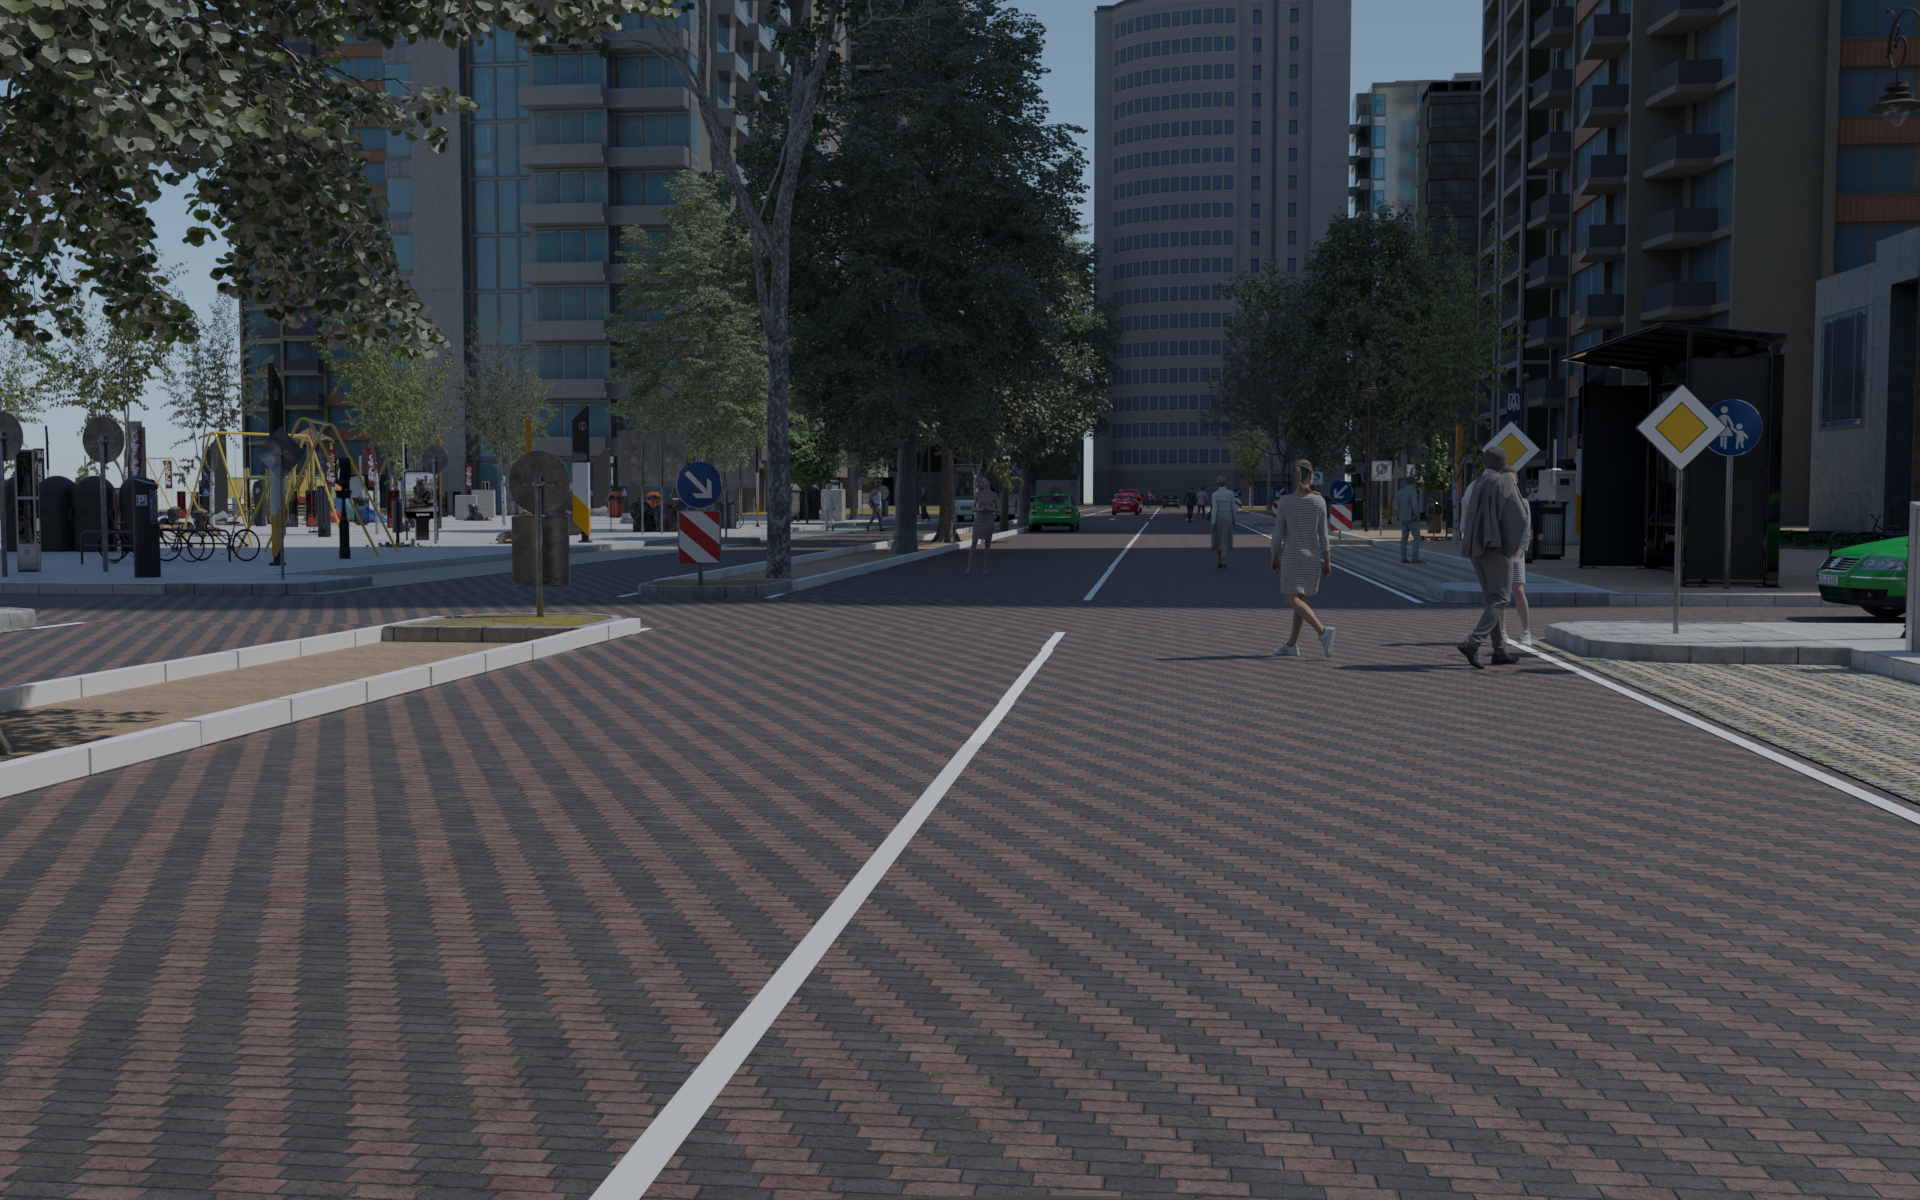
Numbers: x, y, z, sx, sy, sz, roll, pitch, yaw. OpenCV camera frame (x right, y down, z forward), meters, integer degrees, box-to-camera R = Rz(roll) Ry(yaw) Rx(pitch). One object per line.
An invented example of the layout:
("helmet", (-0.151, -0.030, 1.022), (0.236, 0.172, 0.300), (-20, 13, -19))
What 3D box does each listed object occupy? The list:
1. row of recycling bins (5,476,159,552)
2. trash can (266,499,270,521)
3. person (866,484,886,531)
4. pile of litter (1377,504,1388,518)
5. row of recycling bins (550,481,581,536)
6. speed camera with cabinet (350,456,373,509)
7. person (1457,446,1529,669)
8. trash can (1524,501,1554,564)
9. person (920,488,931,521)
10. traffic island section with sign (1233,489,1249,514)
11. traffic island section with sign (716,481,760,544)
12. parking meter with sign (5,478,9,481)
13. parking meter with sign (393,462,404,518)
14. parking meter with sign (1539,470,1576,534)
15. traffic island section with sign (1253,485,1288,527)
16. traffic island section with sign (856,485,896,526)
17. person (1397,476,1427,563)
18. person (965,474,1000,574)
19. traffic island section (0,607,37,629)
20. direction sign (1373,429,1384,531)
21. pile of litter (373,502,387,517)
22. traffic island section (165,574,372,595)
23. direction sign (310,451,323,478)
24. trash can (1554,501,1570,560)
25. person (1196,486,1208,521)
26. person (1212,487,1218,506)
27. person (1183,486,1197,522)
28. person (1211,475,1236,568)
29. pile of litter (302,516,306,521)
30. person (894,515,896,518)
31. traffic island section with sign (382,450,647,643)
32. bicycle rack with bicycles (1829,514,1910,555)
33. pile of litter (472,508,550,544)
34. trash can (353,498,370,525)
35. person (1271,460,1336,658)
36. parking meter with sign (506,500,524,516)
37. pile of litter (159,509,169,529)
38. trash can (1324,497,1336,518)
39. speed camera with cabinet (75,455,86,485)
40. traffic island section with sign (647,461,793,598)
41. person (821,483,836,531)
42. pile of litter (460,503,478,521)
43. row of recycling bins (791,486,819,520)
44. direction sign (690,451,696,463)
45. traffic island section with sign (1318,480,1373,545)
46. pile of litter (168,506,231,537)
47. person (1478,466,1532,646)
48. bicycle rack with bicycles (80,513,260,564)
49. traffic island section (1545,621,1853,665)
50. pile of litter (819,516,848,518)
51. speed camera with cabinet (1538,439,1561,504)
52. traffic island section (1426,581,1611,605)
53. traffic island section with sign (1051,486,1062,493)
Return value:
("row of recycling bins", (-19.690, -1.934, 38.730), (3.534, 1.692, 1.069), (0, 4, 3))
("trash can", (-31.413, -4.133, 79.228), (0.748, 1.137, 0.748), (0, 3, 0))
("person", (-3.235, -3.533, 66.357), (0.850, 1.850, 0.679), (2, 4, 27))
("pile of litter", (22.399, -4.800, 92.449), (1.176, 0.858, 1.719), (2, 4, 29))
("row of recycling bins", (-12.463, -2.927, 54.975), (1.069, 1.692, 3.534), (0, 4, -7))
("speed camera with cabinet", (-31.067, -5.844, 89.884), (0.660, 3.252, 2.038), (0, 4, -1))
("person", (4.427, -0.352, 14.353), (0.850, 1.850, 0.679), (-2, 4, -34))
("trash can", (10.412, -1.255, 32.174), (0.748, 1.137, 0.748), (0, 3, 0))
("person", (-1.841, -4.960, 90.011), (0.534, 1.772, 0.576), (-3, 5, -40))
("traffic island section with sign", (19.854, -7.117, 124.998), (1.989, 1.847, 2.006), (0, 4, 7))
("traffic island section with sign", (-6.894, -2.555, 50.407), (1.989, 1.847, 2.006), (0, 4, 7))
("parking meter with sign", (-46.490, -5.379, 84.211), (1.738, 3.016, 0.543), (0, 4, -7))
("parking meter with sign", (-30.253, -5.981, 94.054), (0.543, 3.016, 1.738), (-2, 4, -31))
("parking meter with sign", (19.622, -3.658, 56.070), (1.738, 3.016, 0.543), (1, 4, 15))
("traffic island section with sign", (13.958, -4.146, 76.420), (1.989, 1.847, 2.006), (0, 4, 7))
("traffic island section with sign", (-3.550, -4.240, 77.948), (1.989, 1.847, 2.006), (0, 4, 7))
("person", (9.268, -1.658, 35.704), (0.391, 1.810, 0.635), (-2, 4, -34))
("person", (0.403, -1.352, 30.942), (0.599, 1.781, 0.374), (0, 4, 5))
("traffic island section", (-11.157, 0.256, 18.095), (2.009, 0.180, 2.903), (0, 4, 7))
("direction sign", (14.746, -4.217, 60.953), (0.379, 3.537, 0.876), (0, 4, -2))
("pile of litter", (-33.050, -5.127, 97.784), (1.719, 0.858, 1.176), (-1, 4, -18))
("traffic island section", (-10.194, -0.229, 26.022), (2.009, 0.180, 2.903), (0, 4, 7))
("direction sign", (-34.183, -6.115, 91.977), (0.379, 3.537, 0.876), (2, 4, 35))
("trash can", (11.548, -1.363, 33.945), (0.748, 1.137, 0.748), (0, 3, 0))
("person", (12.743, -5.079, 91.381), (0.661, 1.843, 0.795), (1, 4, 22))
("person", (14.225, -5.353, 96.252), (0.478, 1.798, 0.641), (3, 5, 43))
("person", (11.681, -4.862, 87.767), (0.659, 1.850, 0.755), (1, 4, 19))
("person", (5.078, -1.511, 33.436), (0.478, 1.798, 0.641), (1, 4, 13))
("pile of litter", (-30.625, -4.157, 81.929), (1.176, 0.858, 1.719), (1, 4, 11))
("person", (-2.338, -3.806, 71.089), (0.694, 1.780, 0.624), (-2, 4, -24))
("traffic island section with sign", (-4.472, -0.574, 17.522), (2.006, 1.907, 1.989), (0, 4, 7))
("bicycle rack with bicycles", (16.515, -1.004, 29.799), (2.925, 0.926, 2.852), (0, 4, 3))
("pile of litter", (-11.553, -1.904, 45.095), (1.176, 0.858, 1.719), (3, 5, 43))
("trash can", (-24.679, -3.656, 71.437), (0.748, 1.137, 0.748), (0, 3, 0))
("person", (3.034, -0.362, 15.175), (0.466, 1.731, 0.760), (-3, 4, -38))
("parking meter with sign", (-26.194, -6.540, 103.185), (0.543, 3.016, 1.738), (3, 4, 38))
("pile of litter", (-28.625, -2.996, 62.954), (1.719, 0.858, 1.176), (0, 4, 8))
("trash can", (19.935, -4.985, 93.152), (0.748, 1.137, 0.748), (0, 3, 0))
("speed camera with cabinet", (-45.404, -5.753, 88.395), (2.038, 3.252, 0.660), (0, 4, -4))
("traffic island section with sign", (-3.569, -1.024, 24.874), (2.006, 1.907, 1.989), (0, 4, 7))
("person", (-5.009, -3.529, 66.077), (0.514, 1.842, 0.818), (-1, 4, -16))
("pile of litter", (-23.204, -4.225, 83.051), (1.719, 0.858, 1.176), (3, 4, 39))
("row of recycling bins", (-8.185, -4.852, 86.444), (1.069, 1.692, 3.534), (2, 4, 26))
("direction sign", (-13.677, -5.920, 88.795), (0.379, 3.537, 0.876), (1, 4, 12))
("traffic island section with sign", (10.676, -2.495, 49.428), (1.989, 1.847, 2.006), (0, 4, 7))
("pile of litter", (-22.931, -2.357, 52.506), (1.719, 0.858, 1.176), (-1, 4, -21))
("person", (5.238, -0.434, 16.592), (0.512, 1.701, 0.522), (1, 4, 23))
("bicycle rack with bicycles", (-15.025, -1.159, 32.333), (2.925, 0.926, 2.852), (1, 4, 20))
("traffic island section", (6.604, 0.388, 15.941), (2.009, 0.180, 2.903), (0, 4, 7))
("pile of litter", (-6.899, -4.843, 93.146), (1.719, 0.858, 1.176), (2, 4, 24))
("speed camera with cabinet", (22.096, -4.205, 63.093), (2.038, 3.252, 0.660), (-1, 4, -19))
("traffic island section", (7.566, -0.097, 23.868), (2.009, 0.180, 2.903), (0, 4, 7))
("traffic island section with sign", (5.480, -5.586, 99.468), (2.006, 1.907, 1.989), (0, 4, 7))
